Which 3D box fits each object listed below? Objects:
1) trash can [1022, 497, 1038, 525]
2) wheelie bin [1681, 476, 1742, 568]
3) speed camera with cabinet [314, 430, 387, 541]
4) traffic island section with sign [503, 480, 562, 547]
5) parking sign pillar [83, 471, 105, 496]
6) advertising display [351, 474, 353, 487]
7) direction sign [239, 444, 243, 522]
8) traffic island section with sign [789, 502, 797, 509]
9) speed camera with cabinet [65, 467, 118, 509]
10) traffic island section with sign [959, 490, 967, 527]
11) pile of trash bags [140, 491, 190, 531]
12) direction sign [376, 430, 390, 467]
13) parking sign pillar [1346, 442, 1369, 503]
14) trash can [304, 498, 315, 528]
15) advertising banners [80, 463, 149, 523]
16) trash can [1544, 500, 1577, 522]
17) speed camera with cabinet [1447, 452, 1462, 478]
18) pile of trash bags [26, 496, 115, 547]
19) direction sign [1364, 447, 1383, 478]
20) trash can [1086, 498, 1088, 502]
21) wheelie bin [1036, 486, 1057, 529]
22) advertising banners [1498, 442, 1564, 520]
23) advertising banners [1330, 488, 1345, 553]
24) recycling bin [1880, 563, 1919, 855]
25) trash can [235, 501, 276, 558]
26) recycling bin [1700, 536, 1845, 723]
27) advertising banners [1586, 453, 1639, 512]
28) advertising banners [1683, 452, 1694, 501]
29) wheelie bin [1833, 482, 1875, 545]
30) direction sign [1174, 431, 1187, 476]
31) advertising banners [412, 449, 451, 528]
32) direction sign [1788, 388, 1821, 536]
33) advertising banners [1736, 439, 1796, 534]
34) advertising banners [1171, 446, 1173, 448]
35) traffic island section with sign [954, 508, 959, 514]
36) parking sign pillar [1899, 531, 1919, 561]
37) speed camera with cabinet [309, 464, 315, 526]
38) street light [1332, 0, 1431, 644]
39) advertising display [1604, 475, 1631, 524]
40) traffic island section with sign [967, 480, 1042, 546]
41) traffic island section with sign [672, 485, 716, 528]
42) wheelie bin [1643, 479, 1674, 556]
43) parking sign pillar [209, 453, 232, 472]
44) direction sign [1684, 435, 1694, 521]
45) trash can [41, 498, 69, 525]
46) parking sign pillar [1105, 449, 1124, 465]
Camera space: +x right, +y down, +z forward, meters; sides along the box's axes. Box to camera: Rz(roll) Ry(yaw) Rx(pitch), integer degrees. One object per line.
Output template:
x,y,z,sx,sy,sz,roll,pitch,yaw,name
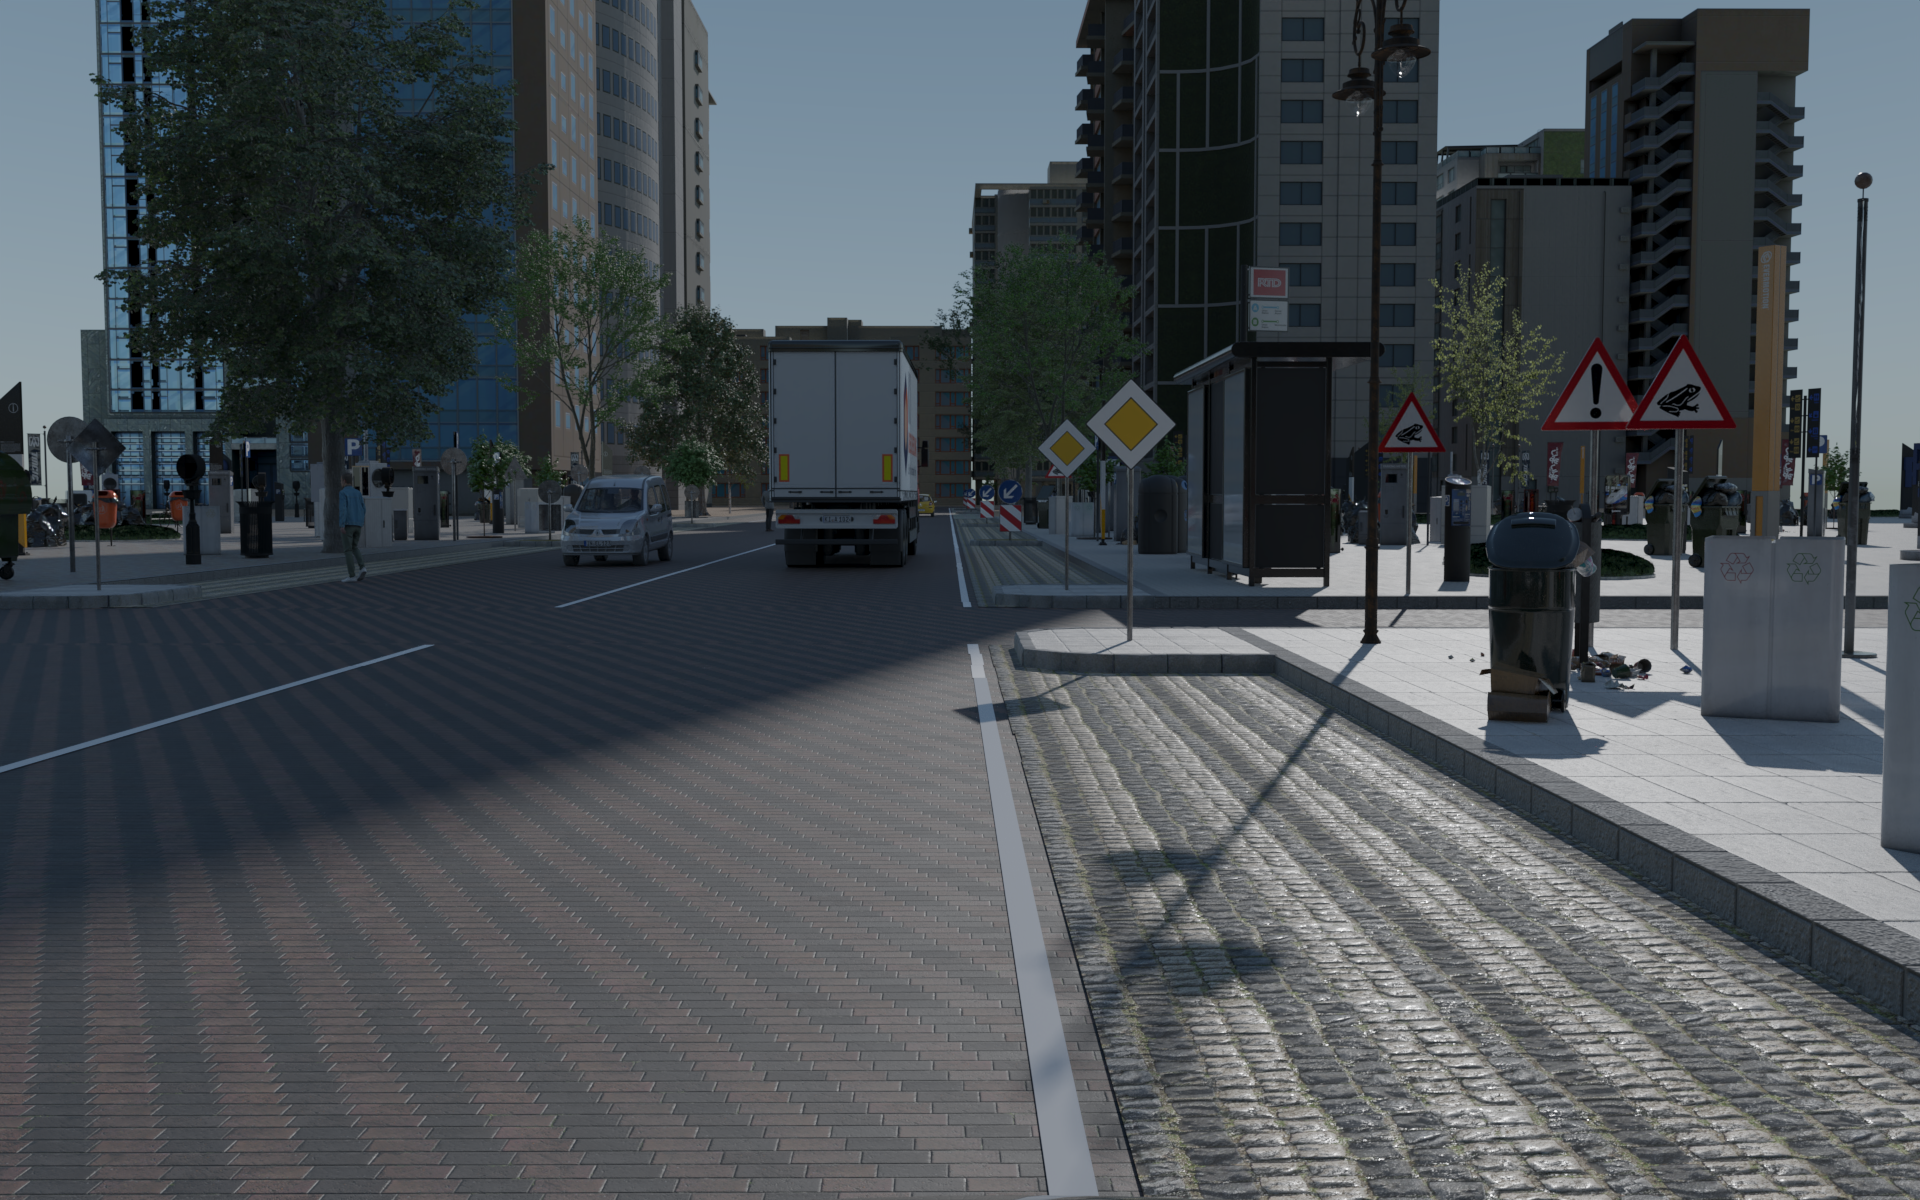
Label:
2.971,-3.726,72.568,0.748,1.137,0.748,0,3,0,trash can
13.206,-1.367,30.259,0.980,1.594,0.693,-2,4,-35,wheelie bin
-16.782,-3.279,47.952,0.660,3.252,2.038,2,4,25,speed camera with cabinet
-11.355,-2.389,47.685,1.989,1.847,2.006,0,4,0,traffic island section with sign
-48.521,-6.641,97.046,1.447,3.967,1.447,2,4,24,parking sign pillar
-17.399,-2.789,50.820,0.974,1.923,0.123,1,4,19,advertising display
-32.465,-5.278,78.293,0.379,3.537,0.876,-2,4,-28,direction sign
-11.950,-7.108,124.839,1.989,1.847,2.006,0,4,0,traffic island section with sign
-37.992,-4.982,75.788,2.038,3.252,0.660,-2,4,-35,speed camera with cabinet
1.058,-4.102,75.688,1.989,1.847,2.006,0,4,0,traffic island section with sign
-25.686,-2.682,53.596,3.447,1.369,1.912,-3,4,-36,pile of trash bags
-19.855,-4.130,59.515,0.379,3.537,0.876,-3,4,-37,direction sign
20.445,-6.128,88.670,1.447,3.967,1.447,3,5,40,parking sign pillar
-24.203,-3.256,64.893,0.748,1.137,0.748,0,3,0,trash can
-27.236,-3.639,55.681,2.074,3.025,0.090,-2,4,-32,advertising banners
14.369,-1.826,41.505,0.748,1.137,0.748,0,3,0,trash can
22.879,-5.262,80.362,0.660,3.252,2.038,2,4,23,speed camera with cabinet
-22.317,-1.997,42.396,3.447,1.369,1.912,0,4,-1,pile of trash bags
19.783,-5.556,82.842,0.876,3.537,0.379,2,4,27,direction sign
5.077,-3.268,65.078,0.748,1.137,0.748,0,3,0,trash can
3.261,-3.443,64.197,0.693,1.594,0.980,-3,5,-42,wheelie bin
19.282,-3.813,58.527,2.074,3.025,0.090,2,4,27,advertising banners
7.533,-2.501,37.087,2.074,3.025,0.090,-3,4,-38,advertising banners
3.818,0.392,6.140,0.722,1.027,0.722,-2,4,-28,recycling bin
-14.088,-1.408,34.668,0.748,1.137,0.748,0,3,0,trash can
4.759,0.148,10.133,0.722,1.027,0.722,2,4,27,recycling bin
27.623,-4.719,73.351,2.074,3.025,0.090,1,4,15,advertising banners
30.186,-4.633,71.930,0.090,3.025,2.074,1,4,9,advertising banners
22.735,-2.207,43.999,0.980,1.594,0.693,0,4,4,wheelie bin
8.116,-4.302,62.341,0.876,3.537,0.379,0,4,-2,direction sign
-20.330,-4.305,66.578,2.074,3.025,0.090,2,4,32,advertising banners
18.197,-2.776,37.378,0.379,3.537,0.876,-1,4,-16,direction sign
25.752,-3.628,55.512,2.074,3.025,0.090,3,5,43,advertising banners
7.276,-4.099,63.205,2.074,3.025,0.090,-2,4,-34,advertising banners
0.682,-7.119,125.021,1.989,1.847,2.006,0,4,0,traffic island section with sign
19.067,-2.756,33.526,1.447,3.967,1.447,0,4,7,parking sign pillar
-18.763,-3.468,51.030,0.660,3.252,2.038,-1,4,-15,speed camera with cabinet
3.534,-2.565,14.726,0.468,5.910,1.993,0,4,0,street light
21.997,-3.227,57.977,0.123,1.923,0.974,-2,4,-28,advertising display
1.269,-2.422,48.223,1.989,1.847,2.006,0,4,0,traffic island section with sign
-11.561,-4.037,74.640,1.989,1.847,2.006,0,4,0,traffic island section with sign
14.832,-1.738,36.329,0.980,1.594,0.693,-2,4,-29,wheelie bin
-40.344,-6.486,94.519,1.447,3.967,1.447,2,4,26,parking sign pillar
28.172,-4.589,67.019,0.379,3.537,0.876,0,4,3,direction sign
-26.228,-2.369,50.385,0.748,1.137,0.748,0,3,0,trash can
8.132,-6.151,89.049,1.447,3.967,1.447,-1,4,-9,parking sign pillar
